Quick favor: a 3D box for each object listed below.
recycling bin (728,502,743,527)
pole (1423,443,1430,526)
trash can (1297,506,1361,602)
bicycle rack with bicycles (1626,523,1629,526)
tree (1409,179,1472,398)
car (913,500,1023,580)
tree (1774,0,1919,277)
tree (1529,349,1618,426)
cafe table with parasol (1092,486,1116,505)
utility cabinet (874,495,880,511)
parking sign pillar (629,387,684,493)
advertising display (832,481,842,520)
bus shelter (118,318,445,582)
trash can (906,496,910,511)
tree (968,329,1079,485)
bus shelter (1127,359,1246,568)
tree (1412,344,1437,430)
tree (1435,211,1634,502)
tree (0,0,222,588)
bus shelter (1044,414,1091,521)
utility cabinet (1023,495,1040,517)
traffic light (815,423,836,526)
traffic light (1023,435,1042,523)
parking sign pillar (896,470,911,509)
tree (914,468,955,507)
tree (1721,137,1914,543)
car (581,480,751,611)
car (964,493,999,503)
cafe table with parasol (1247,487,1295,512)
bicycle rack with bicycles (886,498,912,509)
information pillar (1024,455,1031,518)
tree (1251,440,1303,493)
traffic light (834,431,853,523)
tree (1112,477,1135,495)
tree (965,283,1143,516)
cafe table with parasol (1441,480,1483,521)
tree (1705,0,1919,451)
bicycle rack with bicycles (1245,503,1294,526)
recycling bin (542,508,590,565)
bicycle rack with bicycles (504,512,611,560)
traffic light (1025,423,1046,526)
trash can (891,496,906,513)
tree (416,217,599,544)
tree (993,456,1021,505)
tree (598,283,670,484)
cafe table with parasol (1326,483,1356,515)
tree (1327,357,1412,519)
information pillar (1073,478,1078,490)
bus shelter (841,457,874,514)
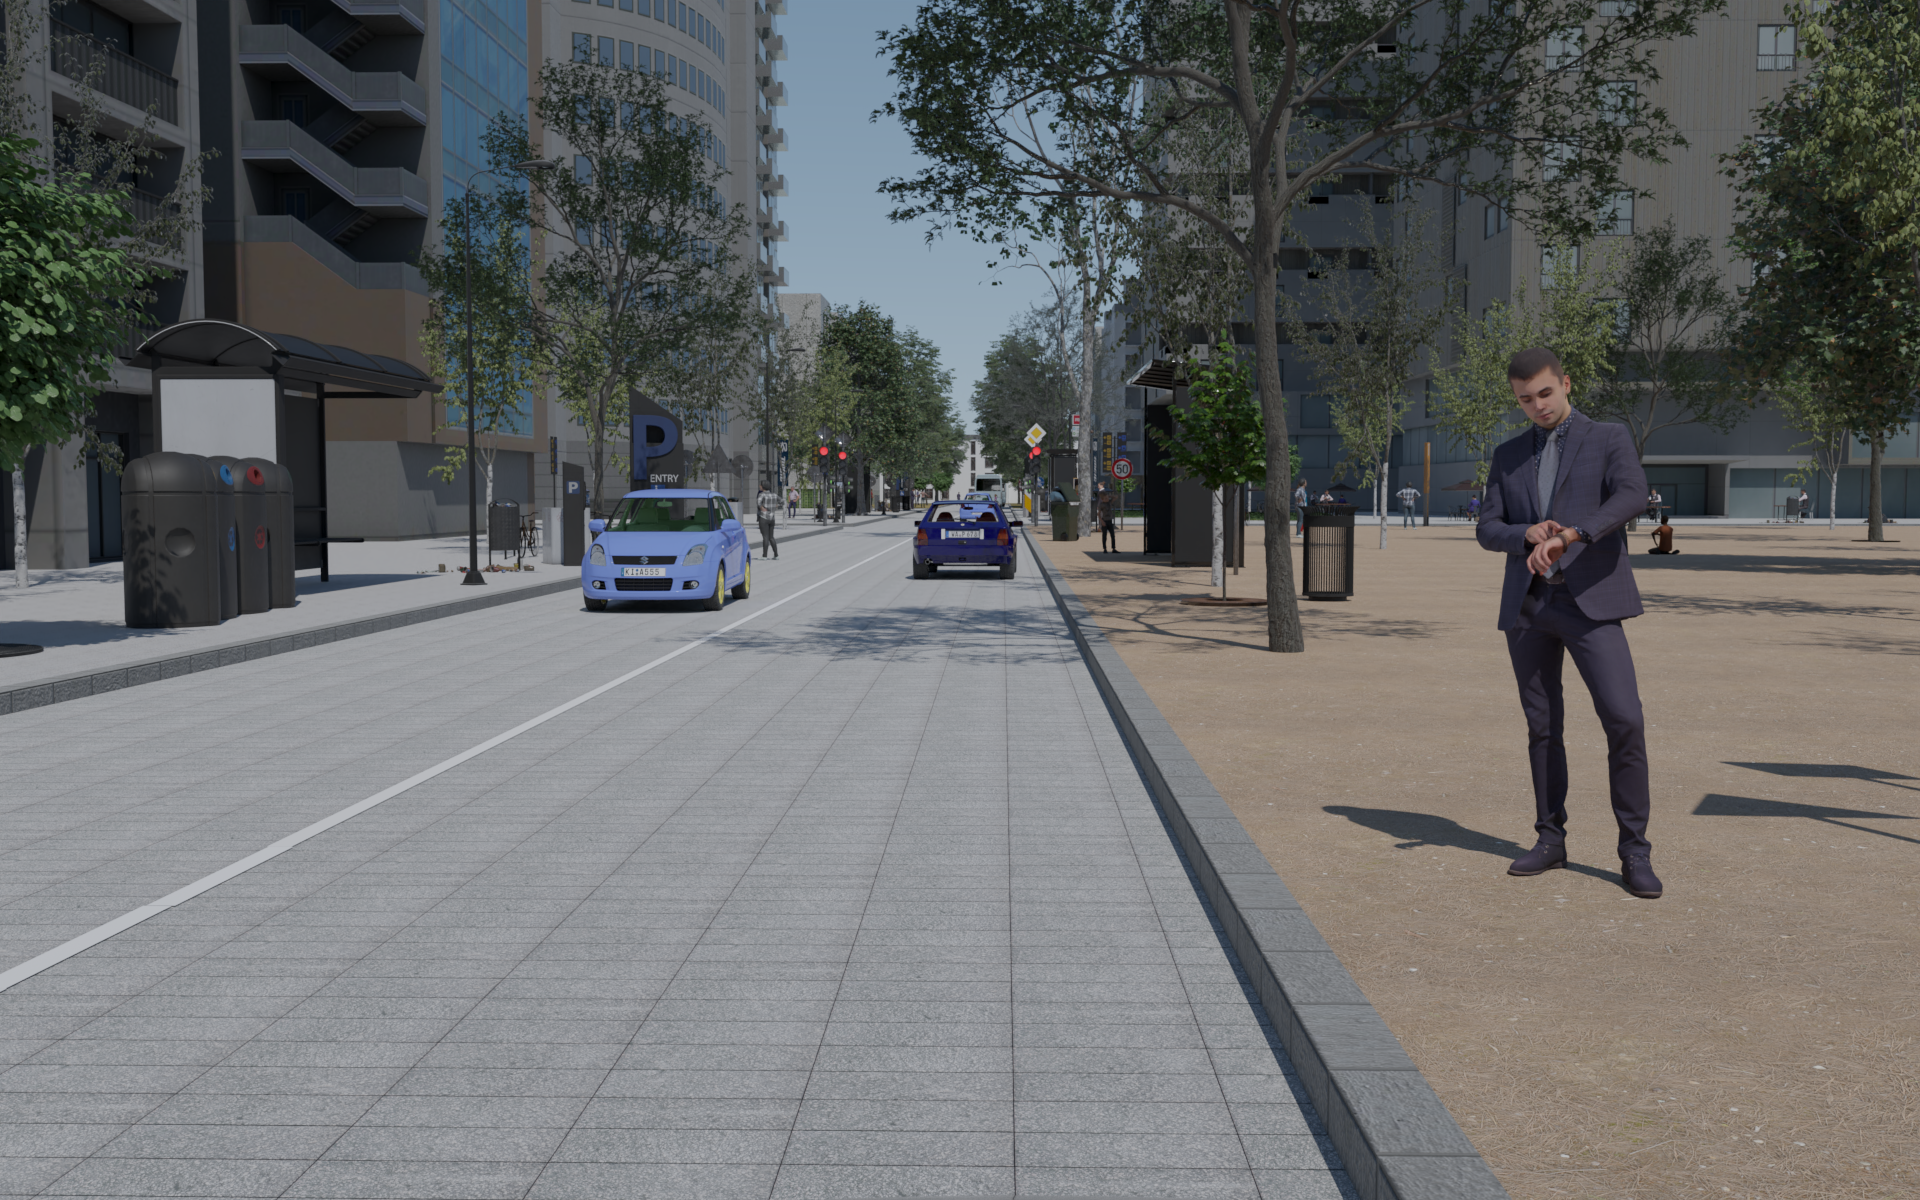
[{"bbox_3d":[-7.161,-2.512,53.618,0.722,1.027,0.722,0,4,7],"label":"recycling bin"},{"bbox_3d":[18.479,-4.571,68.580,0.158,3.312,0.155,0,3,0],"label":"pole"},{"bbox_3d":[4.433,-0.562,20.844,0.748,1.137,0.748,0,3,0],"label":"trash can"},{"bbox_3d":[24.739,-3.338,67.956,2.925,0.926,2.852,2,4,24],"label":"bicycle rack with bicycles"},{"bbox_3d":[9.676,-5.498,40.255,4.360,8.622,3.978,0,3,0],"label":"tree"},{"bbox_3d":[0.130,-1.091,30.421,1.945,1.354,3.894,0,4,3],"label":"car"},{"bbox_3d":[9.814,-4.067,16.863,4.737,8.622,4.395,0,3,0],"label":"tree"},{"bbox_3d":[29.422,-8.067,82.258,4.360,8.622,3.978,0,3,0],"label":"tree"},{"bbox_3d":[11.893,-8.472,143.390,2.610,1.966,2.610,-1,4,-22],"label":"cafe table with parasol"},{"bbox_3d":[-6.239,-7.299,130.496,0.306,1.237,1.020,0,4,5],"label":"utility cabinet"},{"bbox_3d":[-7.499,-3.325,42.844,1.447,3.967,1.447,-1,4,-14],"label":"parking sign pillar"},{"bbox_3d":[-6.152,-5.022,87.318,0.123,1.923,0.974,2,4,28],"label":"advertising display"},{"bbox_3d":[-8.630,-1.764,22.763,2.014,3.302,5.546,0,4,1],"label":"bus shelter"},{"bbox_3d":[-4.210,-7.549,135.077,0.748,1.137,0.748,0,3,0],"label":"trash can"},{"bbox_3d":[5.253,-13.781,131.967,9.857,13.997,8.962,0,3,0],"label":"tree"},{"bbox_3d":[4.272,-2.563,33.183,1.731,3.624,6.357,0,4,1],"label":"bus shelter"},{"bbox_3d":[19.846,-7.077,66.072,4.737,8.622,4.395,0,3,0],"label":"tree"},{"bbox_3d":[15.650,-5.823,45.572,4.737,8.622,4.395,0,3,0],"label":"tree"},{"bbox_3d":[-12.596,-4.467,23.400,4.360,8.622,3.978,0,3,0],"label":"tree"},{"bbox_3d":[5.200,-6.537,84.508,2.179,5.291,8.768,0,4,1],"label":"bus shelter"},{"bbox_3d":[3.974,-5.207,96.302,1.020,1.237,0.306,-3,4,-36],"label":"utility cabinet"},{"bbox_3d":[-5.354,-4.885,68.786,0.839,4.253,0.868,0,4,1],"label":"traffic light"},{"bbox_3d":[3.203,-5.361,76.578,0.839,4.253,0.868,0,4,1],"label":"traffic light"},{"bbox_3d":[-4.832,-9.638,146.058,1.447,3.967,1.447,1,4,15],"label":"parking sign pillar"},{"bbox_3d":[-2.262,-14.036,213.202,4.285,4.588,4.351,0,3,0],"label":"tree"},{"bbox_3d":[24.471,-7.363,46.135,9.928,11.665,9.643,0,3,0],"label":"tree"},{"bbox_3d":[-3.741,-0.782,22.385,1.945,1.707,3.694,0,4,1],"label":"car"},{"bbox_3d":[0.885,-4.541,83.841,1.945,1.707,3.694,0,4,3],"label":"car"},{"bbox_3d":[17.315,-5.599,96.405,2.610,1.966,2.610,2,4,27],"label":"cafe table with parasol"},{"bbox_3d":[-5.349,-8.280,148.767,2.852,0.926,2.925,-1,4,-12],"label":"bicycle rack with bicycles"},{"bbox_3d":[3.735,-6.272,93.899,0.504,3.616,0.183,-1,4,-20],"label":"information pillar"},{"bbox_3d":[16.247,-6.539,90.626,4.285,4.588,4.351,0,3,0],"label":"tree"},{"bbox_3d":[-5.156,-5.373,76.768,0.839,4.253,0.868,0,4,1],"label":"traffic light"},{"bbox_3d":[10.668,-7.259,113.281,1.663,3.219,1.824,0,3,0],"label":"tree"},{"bbox_3d":[5.550,-11.581,99.712,12.009,13.543,11.850,0,3,0],"label":"tree"},{"bbox_3d":[23.948,-4.701,81.725,2.610,1.966,2.610,-3,4,-38],"label":"cafe table with parasol"},{"bbox_3d":[16.554,-6.737,27.153,9.611,12.733,9.660,0,3,0],"label":"tree"},{"bbox_3d":[11.866,-3.351,68.176,2.852,0.926,2.925,1,4,16],"label":"bicycle rack with bicycles"},{"bbox_3d":[-7.244,-1.181,31.867,0.722,1.027,0.722,-2,4,-28],"label":"recycling bin"},{"bbox_3d":[-8.060,-1.327,35.081,2.852,0.926,2.925,0,4,-8],"label":"bicycle rack with bicycles"},{"bbox_3d":[3.005,-4.873,68.596,0.839,4.253,0.868,0,4,1],"label":"traffic light"},{"bbox_3d":[-4.446,-6.626,119.984,0.748,1.137,0.748,0,3,0],"label":"trash can"},{"bbox_3d":[-12.161,-5.767,44.645,4.737,8.622,4.395,0,3,0],"label":"tree"},{"bbox_3d":[7.643,-18.023,212.802,7.486,12.596,7.792,0,3,0],"label":"tree"},{"bbox_3d":[-11.538,-6.406,55.102,4.737,8.622,4.395,0,3,0],"label":"tree"},{"bbox_3d":[23.901,-6.357,108.804,2.610,1.966,2.610,-1,4,-23],"label":"cafe table with parasol"},{"bbox_3d":[21.440,-8.557,90.270,4.737,8.622,4.395,0,3,0],"label":"tree"},{"bbox_3d":[5.387,-4.600,79.702,0.304,2.012,0.304,1,4,10],"label":"information pillar"},{"bbox_3d":[-6.570,-7.415,112.525,1.731,3.624,6.357,0,4,2],"label":"bus shelter"}]
